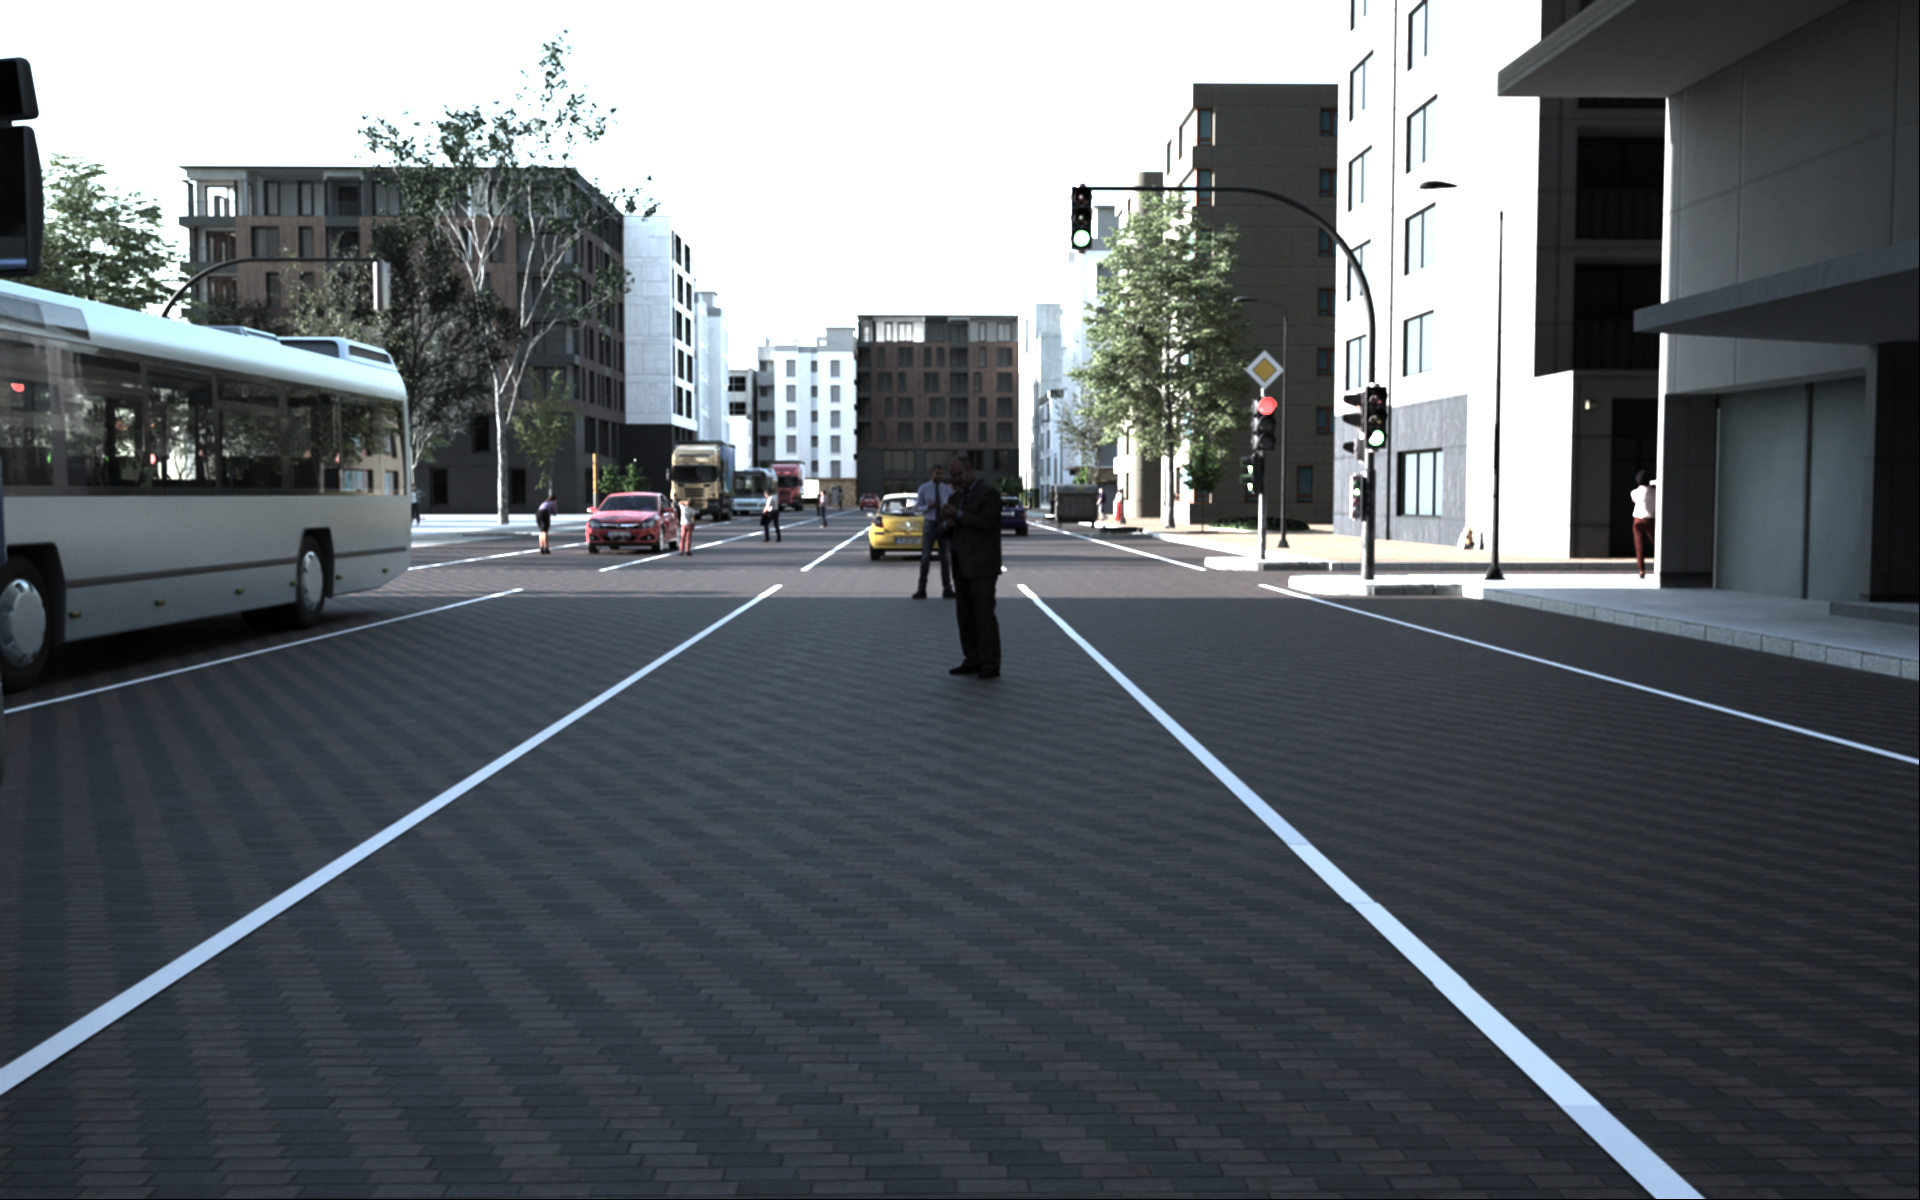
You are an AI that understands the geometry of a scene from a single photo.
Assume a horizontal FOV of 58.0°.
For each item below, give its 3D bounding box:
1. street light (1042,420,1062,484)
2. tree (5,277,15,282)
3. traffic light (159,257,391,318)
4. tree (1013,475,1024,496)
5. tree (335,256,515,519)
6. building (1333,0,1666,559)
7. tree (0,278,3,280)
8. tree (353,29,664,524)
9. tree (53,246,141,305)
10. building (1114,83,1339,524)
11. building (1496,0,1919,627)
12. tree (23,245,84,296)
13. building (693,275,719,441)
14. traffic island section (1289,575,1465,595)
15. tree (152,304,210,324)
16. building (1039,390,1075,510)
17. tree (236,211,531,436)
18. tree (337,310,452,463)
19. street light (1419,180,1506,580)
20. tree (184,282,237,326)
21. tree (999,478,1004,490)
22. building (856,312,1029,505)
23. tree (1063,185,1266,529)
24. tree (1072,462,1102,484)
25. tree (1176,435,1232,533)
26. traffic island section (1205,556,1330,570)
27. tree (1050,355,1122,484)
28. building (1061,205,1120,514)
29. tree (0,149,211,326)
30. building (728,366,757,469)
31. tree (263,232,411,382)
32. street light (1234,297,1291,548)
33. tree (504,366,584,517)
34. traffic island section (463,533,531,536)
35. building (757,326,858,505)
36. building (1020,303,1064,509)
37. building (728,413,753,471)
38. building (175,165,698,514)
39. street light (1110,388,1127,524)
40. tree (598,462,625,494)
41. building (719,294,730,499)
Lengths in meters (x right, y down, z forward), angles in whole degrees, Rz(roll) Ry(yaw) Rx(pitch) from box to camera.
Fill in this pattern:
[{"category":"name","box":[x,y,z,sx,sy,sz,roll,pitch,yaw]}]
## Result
[{"category":"street light","box":[5.827,-8.336,108.839,1.470,5.913,1.316,0,4,-1]},{"category":"tree","box":[-21.386,-5.212,35.576,4.360,8.622,3.978,0,3,0]},{"category":"traffic light","box":[-13.409,-3.592,33.404,4.771,5.953,1.251,0,4,-1]},{"category":"tree","box":[5.406,-9.923,156.848,1.663,3.219,1.824,0,3,0]},{"category":"tree","box":[-27.862,-10.887,88.376,12.009,13.543,11.850,0,3,0]},{"category":"building","box":[22.200,-36.969,42.694,20.611,71.187,20.563,0,4,-1]},{"category":"tree","box":[-26.633,-5.843,45.889,4.737,8.622,4.395,0,3,0]},{"category":"tree","box":[-18.574,-13.181,71.394,12.611,20.169,13.585,0,3,0]},{"category":"tree","box":[-43.212,-10.736,82.184,9.857,13.997,8.962,0,3,0]},{"category":"building","box":[23.253,-14.848,87.803,27.650,21.520,28.899,0,4,-1]},{"category":"building","box":[20.880,-25.748,10.216,28.713,52.752,27.495,0,4,-1]},{"category":"tree","box":[-37.684,-9.245,68.163,9.611,12.733,9.660,0,3,0]},{"category":"building","box":[-29.488,-17.790,147.279,16.016,20.091,11.380,0,4,-1]},{"category":"traffic island section","box":[6.110,-0.223,25.932,2.009,0.180,2.903,0,4,-1]},{"category":"tree","box":[-29.970,-7.103,66.491,4.360,8.622,3.978,0,3,0]},{"category":"building","box":[11.792,-12.061,139.352,9.099,9.664,28.070,0,4,-1]},{"category":"tree","box":[-18.906,-7.546,57.786,8.767,10.594,7.601,-2,4,-27]},{"category":"tree","box":[-33.140,-11.150,100.431,7.486,12.596,7.792,0,3,0]},{"category":"street light","box":[7.490,-3.260,25.835,1.470,5.913,1.316,0,4,-1]},{"category":"tree","box":[-32.440,-8.734,77.209,8.767,10.594,7.601,0,4,4]},{"category":"tree","box":[4.689,-11.211,177.898,1.663,3.219,1.824,0,3,0]},{"category":"building","box":[4.296,-22.253,207.814,32.646,21.610,27.936,0,4,-1]},{"category":"tree","box":[7.553,-8.958,64.598,7.486,12.596,7.792,0,3,0]},{"category":"tree","box":[7.430,-6.647,103.287,1.663,3.219,1.824,0,3,0]},{"category":"tree","box":[7.977,-3.826,57.151,1.663,3.219,1.824,0,3,0]},{"category":"traffic island section","box":[5.938,-0.712,33.915,2.009,0.180,2.903,0,4,-1]},{"category":"tree","box":[6.820,-8.575,90.560,4.360,8.622,3.978,0,3,0]},{"category":"building","box":[15.132,-16.069,119.155,16.016,20.091,11.380,0,4,-1]},{"category":"tree","box":[-29.097,-8.555,58.004,7.486,12.596,7.792,0,3,0]},{"category":"building","box":[-39.276,-20.485,201.388,31.486,18.905,16.747,0,4,-1]},{"category":"tree","box":[-17.979,-6.058,49.419,4.360,8.622,3.978,0,3,0]},{"category":"street light","box":[7.151,-4.189,41.033,1.470,5.913,1.316,0,4,-1]},{"category":"tree","box":[-23.608,-9.066,98.586,4.737,8.622,4.395,0,3,0]},{"category":"traffic island section","box":[-15.771,-2.226,59.264,1.991,0.108,1.994,0,4,-1]},{"category":"building","box":[-17.591,-21.124,201.799,11.380,20.091,16.016,0,4,-1]},{"category":"building","box":[15.095,-18.496,168.871,16.747,18.905,31.486,0,4,-1]},{"category":"building","box":[-35.914,-14.488,179.018,28.070,9.664,9.099,0,4,-1]},{"category":"building","box":[-35.016,-17.160,124.543,27.936,21.610,32.646,0,4,-1]},{"category":"street light","box":[6.535,-6.263,74.937,1.470,5.913,1.316,0,4,-1]},{"category":"tree","box":[-19.288,-6.159,95.304,1.663,3.219,1.824,0,3,0]},{"category":"building","box":[-29.182,-18.485,158.647,16.016,20.091,11.380,0,4,-1]}]
